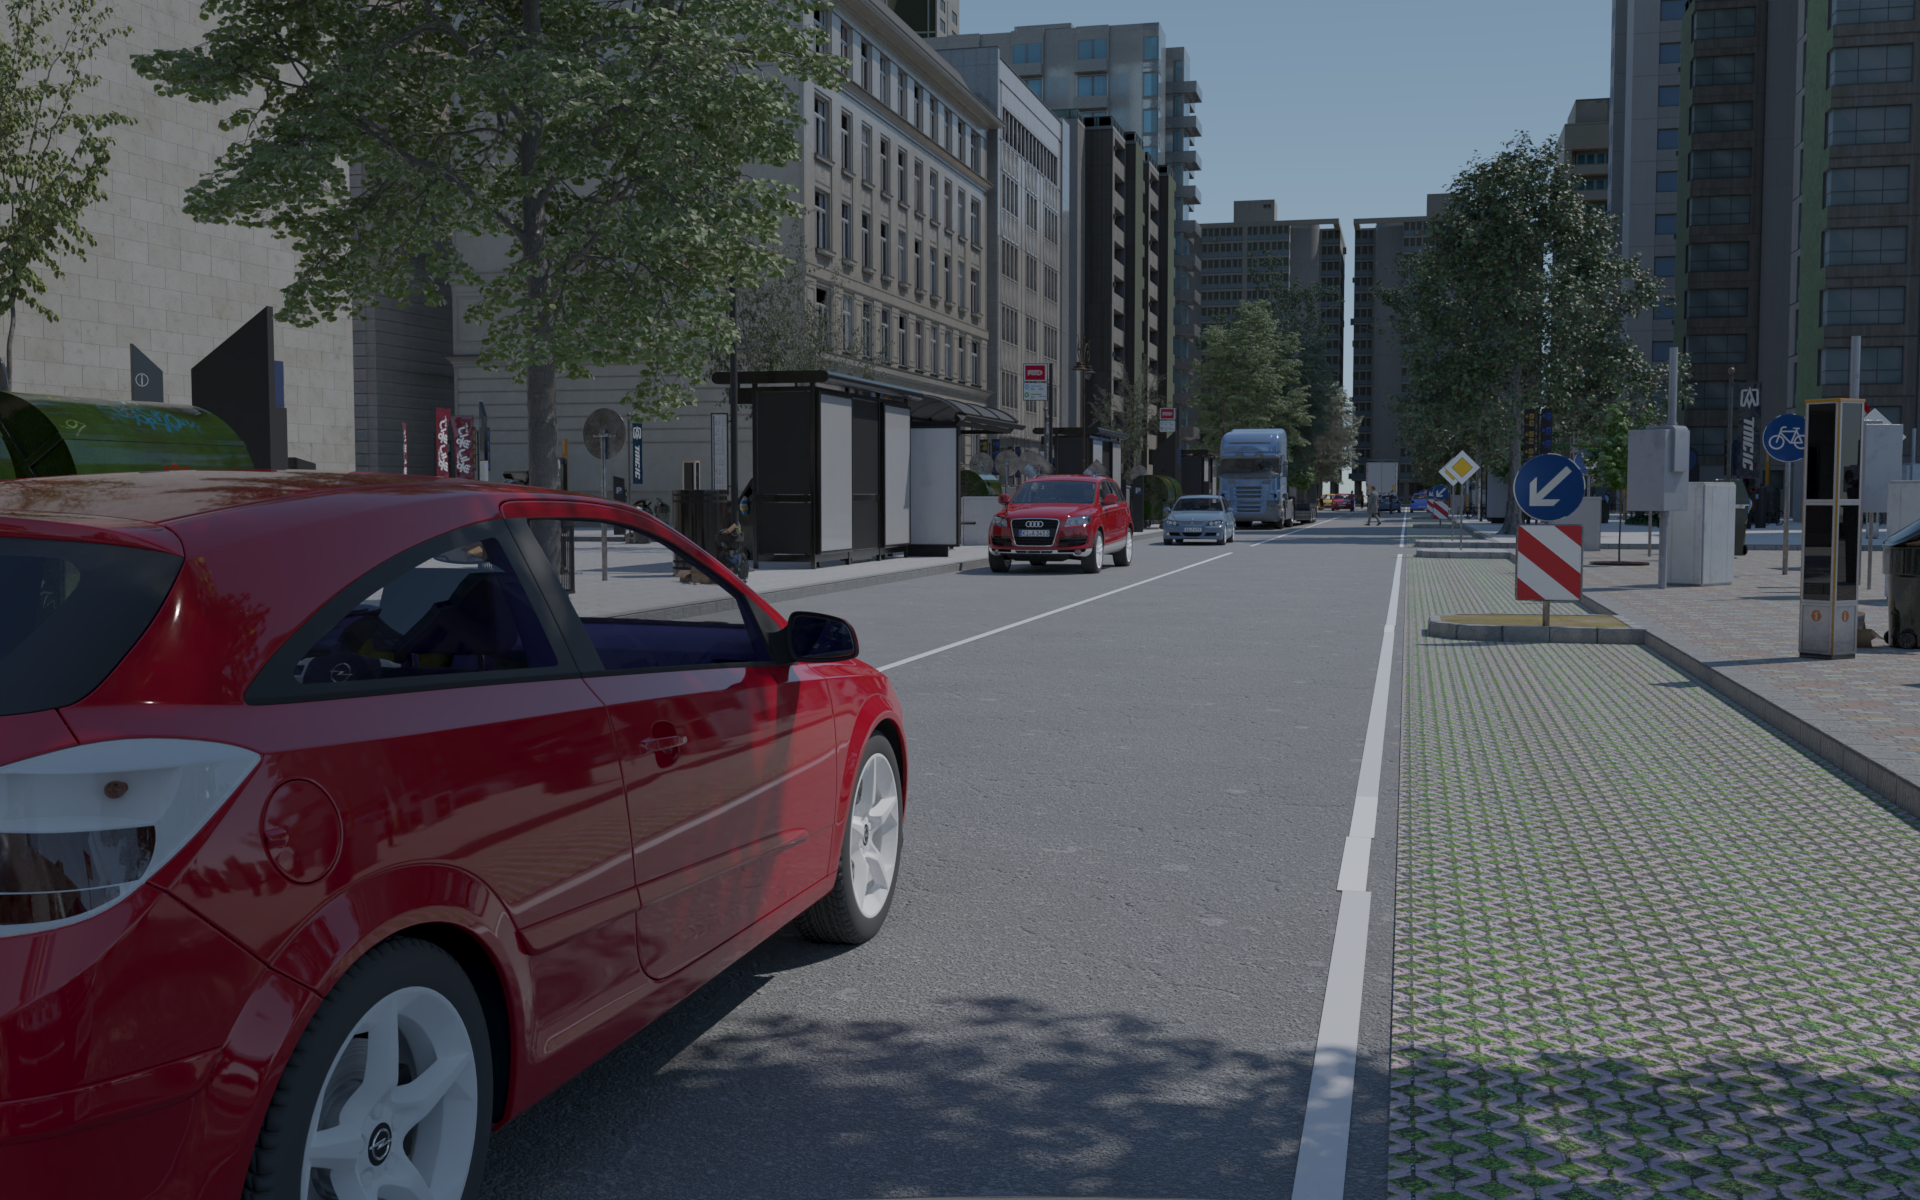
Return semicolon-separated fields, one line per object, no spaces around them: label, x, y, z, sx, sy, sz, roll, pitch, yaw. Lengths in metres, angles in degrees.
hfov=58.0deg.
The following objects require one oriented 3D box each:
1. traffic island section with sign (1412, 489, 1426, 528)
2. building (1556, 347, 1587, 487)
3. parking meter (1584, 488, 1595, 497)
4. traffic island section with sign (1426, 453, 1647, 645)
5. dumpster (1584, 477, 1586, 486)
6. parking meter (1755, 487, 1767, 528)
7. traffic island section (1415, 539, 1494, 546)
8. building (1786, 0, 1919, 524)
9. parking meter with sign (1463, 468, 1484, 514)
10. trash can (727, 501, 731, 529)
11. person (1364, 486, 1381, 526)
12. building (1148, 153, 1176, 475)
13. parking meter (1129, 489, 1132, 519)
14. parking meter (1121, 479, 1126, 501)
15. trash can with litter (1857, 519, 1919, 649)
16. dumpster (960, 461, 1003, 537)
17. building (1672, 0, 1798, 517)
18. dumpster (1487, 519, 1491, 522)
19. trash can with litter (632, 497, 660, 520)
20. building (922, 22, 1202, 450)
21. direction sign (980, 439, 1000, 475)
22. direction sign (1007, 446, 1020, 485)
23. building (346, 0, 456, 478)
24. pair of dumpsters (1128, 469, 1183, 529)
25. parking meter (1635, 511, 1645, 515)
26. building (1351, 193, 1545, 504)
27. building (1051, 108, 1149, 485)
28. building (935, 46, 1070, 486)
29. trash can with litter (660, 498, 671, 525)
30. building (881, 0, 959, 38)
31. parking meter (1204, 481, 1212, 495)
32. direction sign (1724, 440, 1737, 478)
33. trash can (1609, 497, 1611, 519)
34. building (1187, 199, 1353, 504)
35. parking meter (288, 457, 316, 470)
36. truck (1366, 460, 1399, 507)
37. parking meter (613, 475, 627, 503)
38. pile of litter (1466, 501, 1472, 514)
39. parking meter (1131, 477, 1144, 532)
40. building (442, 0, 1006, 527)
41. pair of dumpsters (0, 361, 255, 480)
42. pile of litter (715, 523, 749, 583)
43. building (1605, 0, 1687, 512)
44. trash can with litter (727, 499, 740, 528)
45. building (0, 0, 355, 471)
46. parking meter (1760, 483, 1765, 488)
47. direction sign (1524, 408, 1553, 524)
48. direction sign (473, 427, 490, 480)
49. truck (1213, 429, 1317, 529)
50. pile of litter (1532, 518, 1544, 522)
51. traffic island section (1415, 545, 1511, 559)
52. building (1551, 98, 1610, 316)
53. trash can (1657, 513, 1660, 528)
traffic island section with sign;19.959;-3.898;72.354;1.989;1.847;2.006;1;4;14
building;71.412;-19.415;162.473;27.650;21.520;28.899;1;4;14
parking meter;23.599;-3.457;64.931;0.372;1.533;0.369;0;3;0
traffic island section with sign;5.773;-0.543;17.500;1.989;1.847;2.006;1;4;14
dumpster;23.663;-3.999;67.872;1.502;2.255;1.985;1;4;15
parking meter;30.073;-3.464;65.041;0.372;1.533;0.369;0;3;0
traffic island section;13.464;-1.530;47.303;2.009;0.180;2.903;1;4;14
building;45.399;-24.126;78.057;14.154;41.232;14.086;1;4;14
parking meter with sign;33.399;-7.181;113.676;1.738;3.016;0.543;0;4;-6
trash can;-5.128;-1.540;36.830;0.748;1.137;0.748;0;3;0
person;18.682;-4.268;78.384;0.767;1.812;0.694;3;5;44
building;10.364;-22.975;147.335;14.160;30.474;14.107;1;4;14
parking meter;8.159;-4.525;82.391;0.372;1.533;0.369;0;3;0
parking meter;6.324;-3.786;67.619;0.255;1.863;0.399;-1;4;-13
trash can with litter;7.764;-0.187;14.438;1.055;1.170;0.624;1;4;12
dumpster;0.307;-2.947;50.681;1.502;2.255;1.985;1;4;14
building;48.676;-20.099;100.320;14.160;30.474;14.107;1;4;14
dumpster;25.248;-4.592;80.833;1.264;1.857;1.865;1;4;14
trash can with litter;-8.379;-2.041;44.756;0.624;1.170;1.055;-3;5;-41
building;9.202;-34.273;179.973;30.456;49.044;23.786;1;4;14
direction sign;1.225;-4.852;71.323;0.876;3.537;0.379;1;4;21
direction sign;2.562;-5.533;82.465;0.379;3.537;0.876;-3;5;-42
building;-33.216;-17.048;75.991;25.104;27.353;12.463;1;4;14
pair of dumpsters;7.307;-3.812;64.825;1.574;2.255;4.437;1;4;15
parking meter;28.689;-3.953;73.039;0.372;1.533;0.369;0;3;0
building;63.418;-32.688;226.324;23.993;40.220;32.217;1;4;14
building;6.224;-22.150;133.859;14.160;30.474;14.107;1;4;14
building;-1.336;-17.422;102.869;12.078;24.808;19.932;1;4;14
trash can with litter;-10.206;-3.025;60.848;1.055;1.170;0.624;0;4;2
building;-12.551;-48.935;238.331;20.611;71.187;20.563;1;4;14
parking meter;11.269;-4.468;78.769;0.255;1.863;0.399;2;4;34
direction sign;32.216;-4.915;72.355;0.876;3.537;0.379;-2;4;-28
trash can;31.657;-4.501;85.248;0.748;1.137;0.748;0;3;0
building;39.136;-33.014;231.657;23.993;40.220;32.217;1;4;14
parking meter;-10.465;-1.340;27.621;0.255;1.863;0.399;3;5;40
truck;35.688;-9.637;146.483;2.839;4.237;11.283;1;4;14
parking meter;-10.673;-2.979;54.416;0.399;1.863;0.255;0;3;0
pile of litter;35.201;-6.287;116.760;1.719;0.858;1.176;-3;5;-39
parking meter;5.966;-3.213;58.248;0.399;1.863;0.255;0;4;5
building;-9.158;-15.032;79.053;16.112;22.955;30.059;1;4;14
pair of dumpsters;-6.689;-0.551;11.510;1.574;2.255;4.437;1;4;14
pile of litter;-3.592;-0.684;25.146;1.176;0.858;1.719;1;4;12
building;61.586;-36.235;134.440;21.231;58.520;28.212;1;4;14
trash can with litter;-7.357;-2.702;55.559;0.624;1.170;1.055;3;5;41
building;-21.470;-10.781;31.028;16.860;20.320;10.420;1;4;14
parking meter;41.592;-5.128;89.558;0.399;1.863;0.255;3;5;43
direction sign;15.341;-3.304;46.024;0.379;3.537;0.876;-2;4;-34
direction sign;-16.291;-4.075;58.624;0.876;3.537;0.379;-3;5;-44
truck;13.927;-5.349;77.214;2.967;4.110;18.799;1;4;16
pile of litter;29.113;-4.429;86.379;1.176;0.858;1.719;1;4;15
traffic island section;11.462;-1.058;39.572;2.009;0.180;2.903;1;4;14
building;84.361;-36.089;213.752;21.600;48.544;21.300;1;4;14
trash can;25.636;-3.132;62.855;0.748;1.137;0.748;0;3;0
